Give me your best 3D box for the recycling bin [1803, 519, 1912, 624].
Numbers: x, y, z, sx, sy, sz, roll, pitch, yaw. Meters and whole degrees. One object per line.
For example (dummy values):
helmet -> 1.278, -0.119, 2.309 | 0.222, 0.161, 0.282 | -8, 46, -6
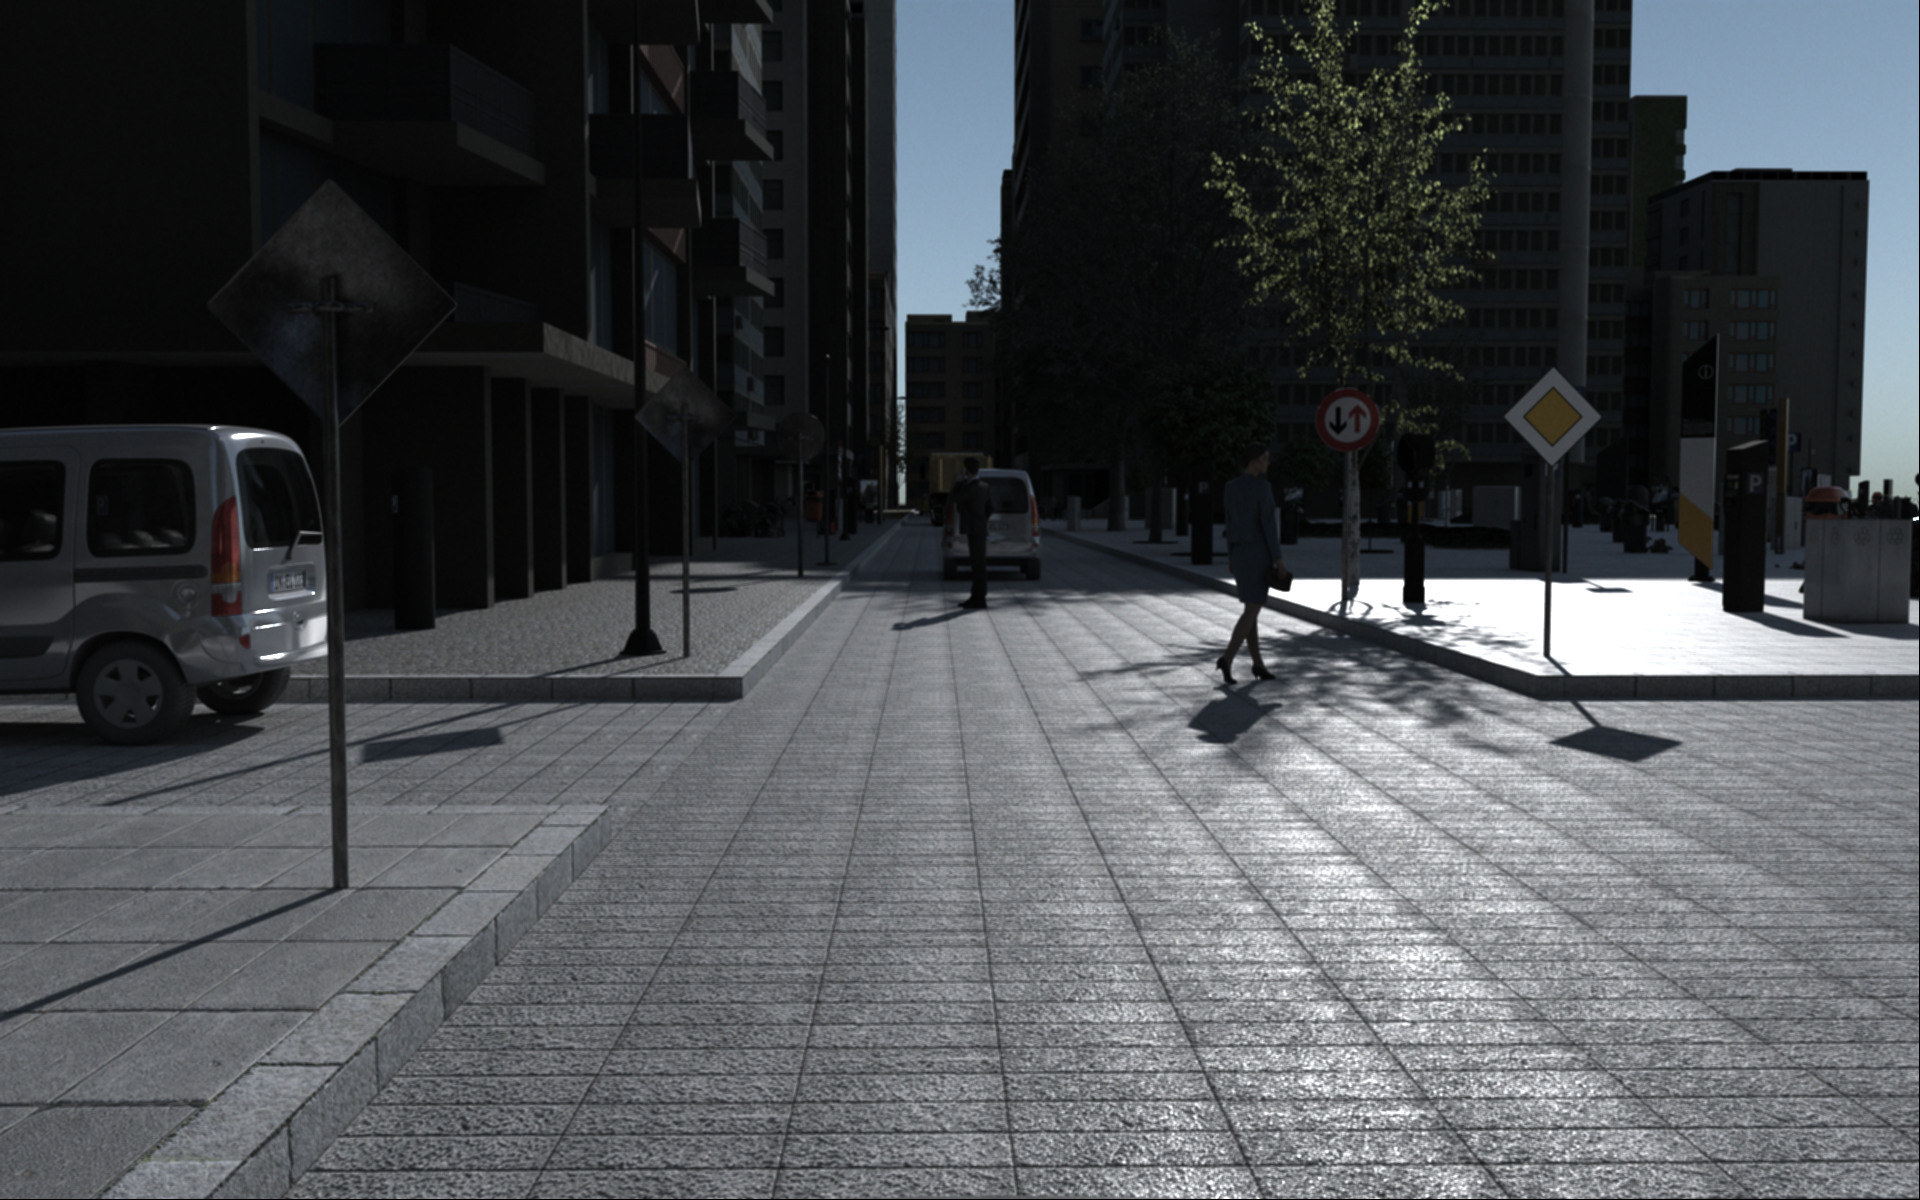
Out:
recycling bin -> 9.047, -0.301, 17.476 | 0.722, 1.027, 0.722 | 0, 4, -5

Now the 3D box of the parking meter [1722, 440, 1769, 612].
parking meter -> 8.544, -0.804, 18.860 | 0.399, 1.863, 0.255 | -1, 4, -17

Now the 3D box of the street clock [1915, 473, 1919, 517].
street clock -> 31.352, -3.168, 56.361 | 0.471, 2.002, 0.358 | 0, 4, 1

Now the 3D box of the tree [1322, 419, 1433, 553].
tree -> 9.048, -2.652, 37.966 | 1.663, 3.219, 1.824 | 0, 3, 0

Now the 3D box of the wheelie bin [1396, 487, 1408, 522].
wheelie bin -> 19.794, -4.234, 77.141 | 0.693, 1.594, 0.980 | 2, 4, 29

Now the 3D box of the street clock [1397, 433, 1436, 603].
street clock -> 5.381, -0.973, 20.480 | 0.358, 2.002, 0.471 | -1, 4, -19

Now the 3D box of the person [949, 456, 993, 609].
person -> 0.132, -0.850, 21.758 | 0.474, 1.900, 0.648 | 1, 4, 14

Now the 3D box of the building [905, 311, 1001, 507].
building -> 8.743, -20.963, 187.790 | 28.899, 21.520, 27.650 | 0, 4, -1

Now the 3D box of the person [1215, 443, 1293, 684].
person -> 2.183, -0.286, 13.208 | 0.654, 1.822, 0.581 | -1, 4, -22

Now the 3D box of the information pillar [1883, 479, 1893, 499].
information pillar -> 46.124, -4.992, 86.114 | 0.304, 2.012, 0.304 | -2, 4, -35

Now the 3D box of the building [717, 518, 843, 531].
building -> -20.516, -22.915, 66.548 | 32.217, 40.220, 23.993 | 0, 4, -1

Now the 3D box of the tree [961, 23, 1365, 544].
tree -> 5.226, -8.217, 44.720 | 12.009, 13.543, 11.850 | 0, 3, 0

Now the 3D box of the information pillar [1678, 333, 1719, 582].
information pillar -> 10.874, -2.088, 25.491 | 0.504, 3.616, 0.183 | 2, 4, 33

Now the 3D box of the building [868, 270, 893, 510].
building -> -20.594, -18.690, 150.622 | 28.899, 21.520, 27.650 | 0, 4, -1

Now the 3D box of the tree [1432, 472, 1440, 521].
tree -> 21.901, -5.328, 81.712 | 1.663, 3.219, 1.824 | 0, 3, 0

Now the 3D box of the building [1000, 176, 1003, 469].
building -> 10.612, -23.560, 156.901 | 14.160, 30.474, 14.107 | 0, 4, -1

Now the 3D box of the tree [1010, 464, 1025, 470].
tree -> 3.634, -7.084, 110.431 | 1.663, 3.219, 1.824 | 0, 3, 0

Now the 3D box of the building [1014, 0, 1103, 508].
building -> 15.044, -30.614, 124.238 | 21.300, 48.544, 21.600 | 0, 4, -1

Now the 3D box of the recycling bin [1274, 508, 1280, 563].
recycling bin -> 5.473, -1.201, 32.186 | 0.722, 1.027, 0.722 | 3, 4, 38

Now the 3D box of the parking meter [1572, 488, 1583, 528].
parking meter -> 23.652, -3.540, 66.297 | 0.372, 1.533, 0.369 | 0, 3, 0

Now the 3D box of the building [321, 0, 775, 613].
building -> -15.109, -22.982, 30.382 | 22.147, 44.769, 28.867 | 0, 4, -1

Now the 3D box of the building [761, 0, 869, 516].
building -> -12.361, -19.878, 96.701 | 14.160, 30.474, 14.107 | 0, 4, -1

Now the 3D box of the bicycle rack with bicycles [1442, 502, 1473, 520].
bicycle rack with bicycles -> 24.888, -4.237, 82.652 | 2.852, 0.926, 2.925 | -2, 4, -32

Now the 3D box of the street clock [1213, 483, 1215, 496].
street clock -> 11.524, -4.581, 79.476 | 0.358, 2.002, 0.471 | 1, 4, 20

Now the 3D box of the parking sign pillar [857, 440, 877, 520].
parking sign pillar -> -4.723, -5.937, 85.542 | 1.447, 3.967, 1.447 | 1, 4, 9

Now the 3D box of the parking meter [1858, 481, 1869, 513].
parking meter -> 39.482, -4.281, 75.701 | 0.255, 1.863, 0.399 | -1, 4, -18

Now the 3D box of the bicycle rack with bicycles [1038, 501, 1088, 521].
bicycle rack with bicycles -> 5.026, -4.320, 84.018 | 2.852, 0.926, 2.925 | 0, 4, -6

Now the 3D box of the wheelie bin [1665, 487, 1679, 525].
wheelie bin -> 30.065, -3.985, 73.066 | 0.693, 1.594, 0.980 | -2, 4, -27

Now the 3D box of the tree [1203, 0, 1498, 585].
tree -> 5.514, -4.510, 24.097 | 4.360, 8.622, 3.978 | 0, 3, 0

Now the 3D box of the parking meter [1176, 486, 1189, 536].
parking meter -> 6.827, -2.738, 53.175 | 0.372, 1.533, 0.369 | 0, 3, 0

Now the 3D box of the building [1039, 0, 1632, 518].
building -> 21.175, -25.051, 101.457 | 32.217, 40.220, 23.993 | 0, 4, -1

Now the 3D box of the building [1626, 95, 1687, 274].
building -> 65.717, -30.437, 181.238 | 14.086, 41.232, 14.154 | 0, 4, -1

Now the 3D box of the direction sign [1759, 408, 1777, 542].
direction sign -> 21.525, -3.315, 46.200 | 0.379, 3.537, 0.876 | 0, 4, -1

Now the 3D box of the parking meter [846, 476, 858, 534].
parking meter -> -3.481, -3.042, 55.443 | 0.399, 1.863, 0.255 | 1, 4, 12

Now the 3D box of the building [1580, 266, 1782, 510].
building -> 50.262, -18.708, 150.915 | 28.899, 21.520, 27.650 | 0, 4, -1

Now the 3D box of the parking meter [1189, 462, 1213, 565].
parking meter -> 4.378, -1.573, 31.435 | 0.399, 1.863, 0.255 | 0, 4, -2

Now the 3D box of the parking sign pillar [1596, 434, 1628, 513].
parking sign pillar -> 29.410, -5.483, 78.120 | 1.447, 3.967, 1.447 | 2, 4, 27

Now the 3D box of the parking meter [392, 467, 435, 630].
parking meter -> -5.194, -0.493, 16.465 | 0.372, 1.533, 0.369 | 0, 3, 0

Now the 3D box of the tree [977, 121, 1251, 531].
tree -> 5.350, -9.371, 59.875 | 9.857, 13.997, 8.962 | 0, 3, 0

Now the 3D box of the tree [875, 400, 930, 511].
tree -> -4.651, -11.222, 133.846 | 4.737, 8.622, 4.395 | 0, 3, 0

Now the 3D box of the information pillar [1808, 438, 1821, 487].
information pillar -> 36.000, -4.997, 73.051 | 0.504, 3.616, 0.183 | 0, 4, -8

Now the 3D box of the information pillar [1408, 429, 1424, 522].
information pillar -> 14.576, -3.919, 55.434 | 0.504, 3.616, 0.183 | 1, 4, 10

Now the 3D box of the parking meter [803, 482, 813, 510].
parking meter -> -7.136, -4.628, 81.384 | 0.399, 1.863, 0.255 | -2, 4, -27

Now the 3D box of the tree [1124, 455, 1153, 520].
tree -> 8.781, -5.615, 86.413 | 1.663, 3.219, 1.824 | 0, 3, 0

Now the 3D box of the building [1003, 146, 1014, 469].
building -> 11.187, -22.699, 142.828 | 14.160, 30.474, 14.107 | 0, 4, -1

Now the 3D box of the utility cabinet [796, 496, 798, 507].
utility cabinet -> -7.777, -4.682, 87.709 | 1.020, 1.237, 0.306 | 1, 4, 20

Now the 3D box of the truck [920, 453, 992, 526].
truck -> -0.064, -5.165, 80.365 | 3.469, 3.379, 9.791 | 0, 4, -2

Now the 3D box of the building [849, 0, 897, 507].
building -> -20.763, -39.174, 182.499 | 28.212, 58.520, 21.231 | 0, 4, -1

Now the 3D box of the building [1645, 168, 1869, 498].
building -> 71.799, -23.598, 157.531 | 14.107, 30.474, 14.160 | 0, 4, -1

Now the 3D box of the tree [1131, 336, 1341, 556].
tree -> 5.192, -3.215, 36.287 | 4.285, 4.588, 4.351 | 0, 3, 0
